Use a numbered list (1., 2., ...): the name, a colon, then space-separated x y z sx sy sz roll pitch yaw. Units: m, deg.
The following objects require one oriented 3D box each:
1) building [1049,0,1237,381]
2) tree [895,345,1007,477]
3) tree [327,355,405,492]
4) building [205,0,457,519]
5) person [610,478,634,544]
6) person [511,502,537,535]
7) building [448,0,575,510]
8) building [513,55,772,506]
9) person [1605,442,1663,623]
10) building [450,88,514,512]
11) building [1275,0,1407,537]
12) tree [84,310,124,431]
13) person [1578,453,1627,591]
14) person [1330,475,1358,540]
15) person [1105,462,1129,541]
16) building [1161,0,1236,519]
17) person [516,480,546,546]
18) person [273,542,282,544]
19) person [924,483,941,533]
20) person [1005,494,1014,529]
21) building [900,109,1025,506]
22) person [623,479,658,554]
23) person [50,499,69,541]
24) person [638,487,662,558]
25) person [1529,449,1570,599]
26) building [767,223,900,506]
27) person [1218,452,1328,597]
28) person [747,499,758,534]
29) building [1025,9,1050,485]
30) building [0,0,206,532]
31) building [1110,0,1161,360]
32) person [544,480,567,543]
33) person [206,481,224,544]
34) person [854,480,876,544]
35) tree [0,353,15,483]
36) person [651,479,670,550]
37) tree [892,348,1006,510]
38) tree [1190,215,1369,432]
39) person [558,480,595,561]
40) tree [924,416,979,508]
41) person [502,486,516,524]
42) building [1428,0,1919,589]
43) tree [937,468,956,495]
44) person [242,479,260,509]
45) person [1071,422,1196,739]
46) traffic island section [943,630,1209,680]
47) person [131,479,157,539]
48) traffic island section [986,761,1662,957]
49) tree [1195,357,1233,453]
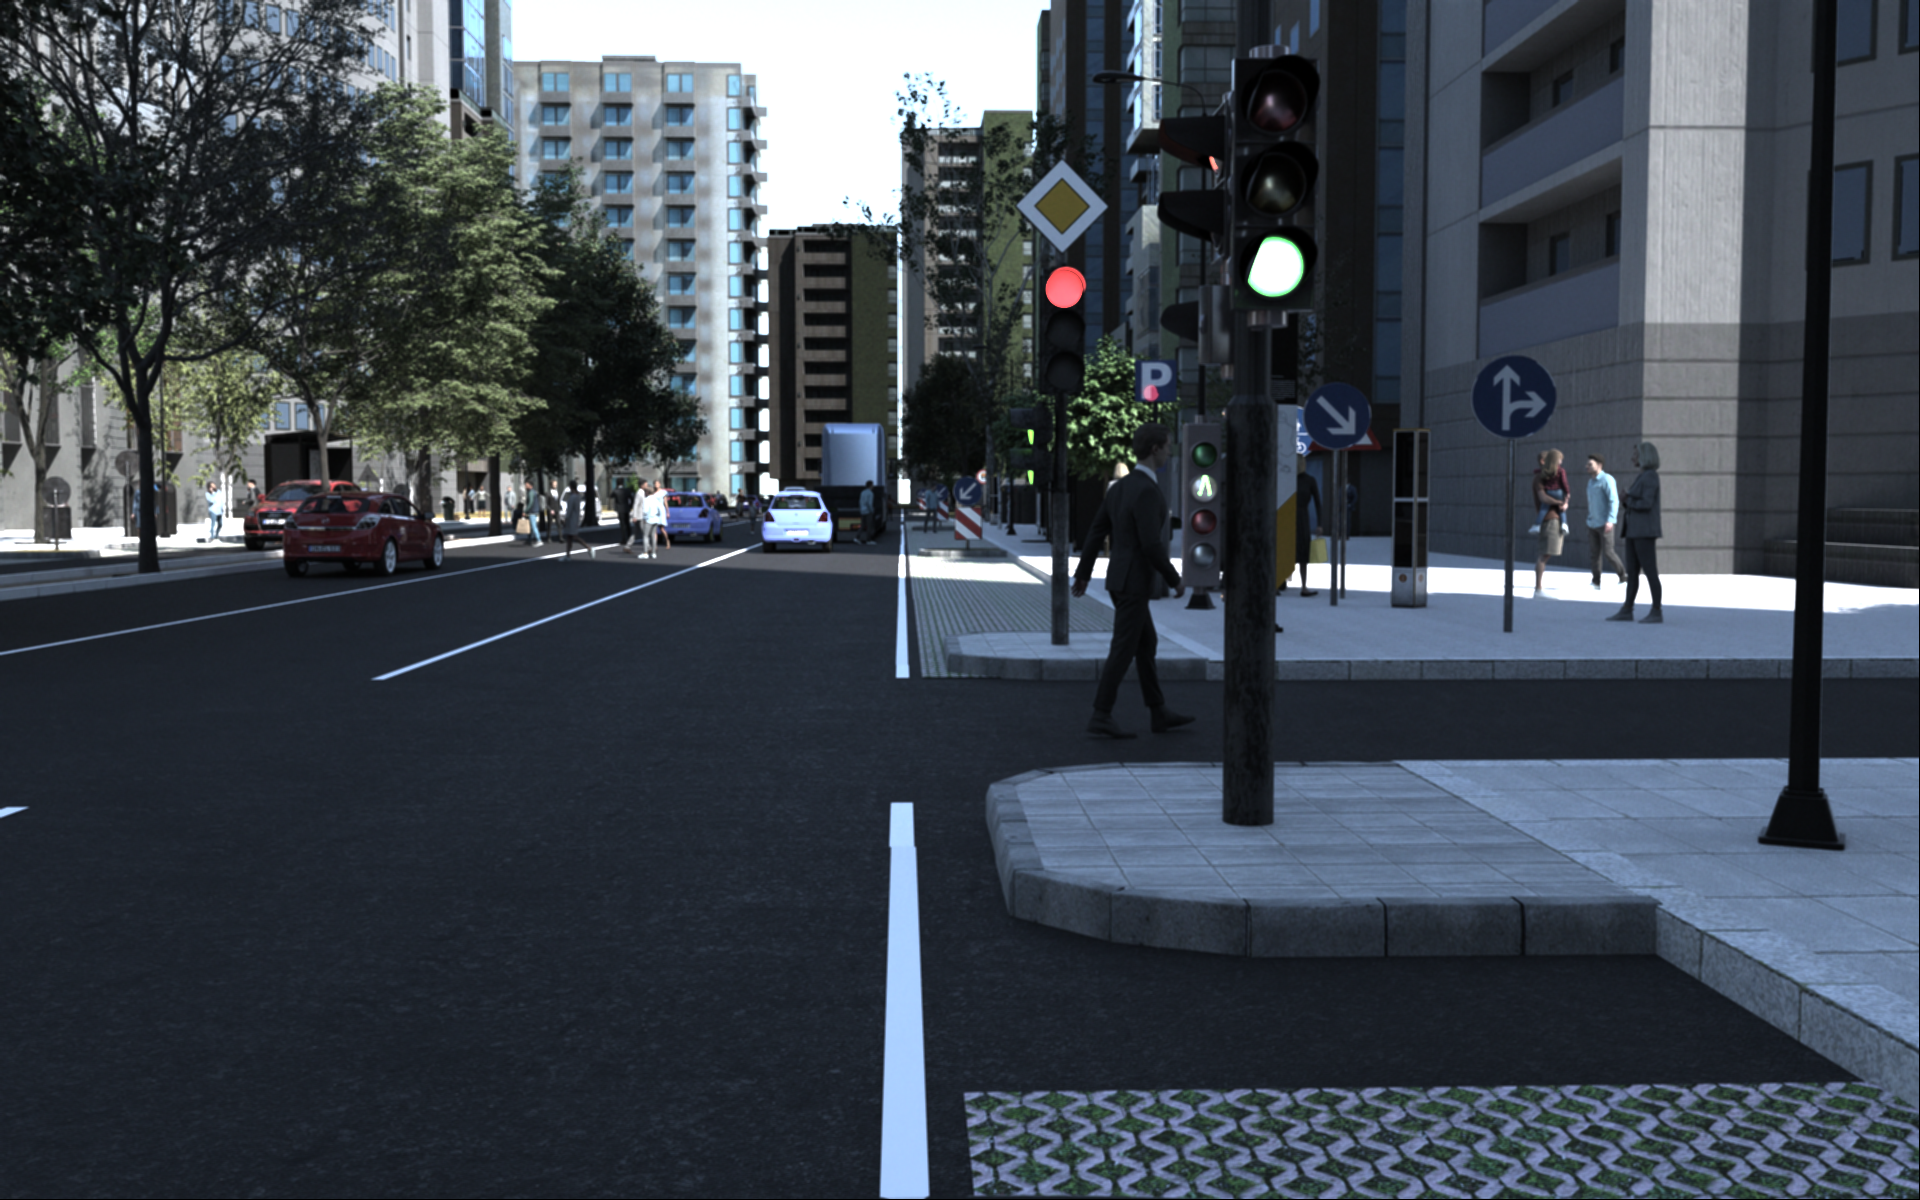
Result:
1. building: 14.504 -29.726 136.122 14.600 45.320 14.200 0 4 -2
2. tree: 0.189 -10.629 108.195 7.601 10.594 8.767 2 4 30
3. tree: -28.158 -8.134 83.349 4.737 8.622 4.395 0 3 0
4. building: -44.144 -34.220 101.497 21.231 58.520 28.212 0 4 -2
5. person: -9.634 -2.538 49.355 0.648 1.900 0.474 -3 5 -44
6. person: -15.341 -2.833 60.321 1.012 1.151 0.738 2 4 31
7. building: -50.012 -50.770 142.762 31.000 86.520 22.319 0 4 -2
8. building: -36.100 -34.995 191.780 30.456 49.044 23.786 0 4 -2
9. person: 6.752 -0.676 17.272 0.526 1.800 0.537 1 4 16
10. building: -40.675 -21.523 123.600 14.160 30.474 14.107 0 4 -2
11. building: 17.435 -24.919 57.543 14.600 45.320 14.200 0 4 -2
12. tree: -29.433 -6.874 62.746 4.737 8.622 4.395 0 3 0
13. person: 8.568 -1.034 22.963 0.620 1.820 0.660 -1 4 -12
14. person: 10.703 -2.564 48.152 0.721 1.800 0.419 3 5 42
15. person: 2.583 -1.363 28.518 0.709 1.800 0.728 0 4 1
16. building: 16.091 -24.229 79.737 14.154 41.232 14.086 0 4 -2
17. person: -11.689 -2.364 47.138 0.713 1.824 0.794 1 4 15
18. person: -19.374 -2.516 49.815 0.721 1.800 0.419 -1 4 -12
19. person: -1.030 -3.364 63.370 0.638 1.841 0.748 -2 4 -24
20. person: 1.824 -3.296 64.217 0.394 1.301 0.425 -1 4 -8
21. building: 0.528 -30.819 187.488 14.086 41.232 14.154 0 4 -2
22. person: -7.624 -1.989 41.291 0.850 1.792 0.678 0 4 -7
23. person: -24.829 -2.489 47.404 0.598 1.740 0.731 3 5 42
24. person: -6.972 -1.754 38.988 0.330 1.601 0.589 3 5 42
25. person: 7.229 -0.933 21.272 0.573 1.828 0.580 -1 4 -19
26. building: -13.563 -25.427 187.440 14.107 30.474 14.160 0 4 -2
27. person: 4.017 -0.964 22.020 0.699 1.804 1.509 -2 4 -28
28. person: -7.431 -2.993 62.121 0.352 1.250 0.332 -2 4 -23
29. building: 13.473 -28.566 150.647 14.154 41.232 14.086 0 4 -2
30. building: -37.927 -17.286 60.124 11.434 29.767 29.804 0 4 -2
31. building: 19.378 -48.904 112.256 22.319 86.520 31.000 0 4 -2
32. person: -11.775 -2.576 50.393 0.755 1.850 0.659 3 5 45
33. person: -21.410 -2.507 49.762 0.793 1.790 0.793 -1 4 -15
34. person: -2.721 -2.509 49.546 0.620 1.820 0.660 -3 5 -40
35. tree: -29.070 -6.094 50.005 4.737 8.622 4.395 0 3 0
36. person: -7.761 -2.193 44.446 0.616 1.811 0.778 1 4 20
37. tree: -1.018 -13.404 136.163 9.611 12.733 9.660 0 3 0
38. tree: 7.167 -5.514 40.517 4.360 8.622 3.978 0 3 0
39. person: -8.220 -1.701 37.062 0.760 1.731 0.466 -2 4 -26
40. tree: -1.125 -14.926 162.166 7.486 12.596 7.792 0 3 0
41. person: -21.754 -4.589 83.627 0.635 1.810 0.391 1 4 10
42. building: 24.591 -29.883 30.582 28.212 58.520 21.231 0 4 -2
43. tree: -0.925 -8.216 128.931 1.663 3.219 1.824 0 3 0
44. person: -19.957 -2.474 48.763 0.447 1.846 0.655 -1 4 -10
45. person: 1.094 -0.121 10.257 0.755 1.850 0.659 -1 4 -16
46. traffic island section: 0.876 0.458 14.788 2.009 0.180 2.903 0 4 -2
47. person: -20.237 -2.107 42.970 0.581 1.822 0.654 -1 4 -18
48. traffic island section: 1.142 0.946 6.807 2.009 0.180 2.903 0 4 -2
49. tree: 11.401 -7.356 70.638 4.737 8.622 4.395 0 3 0
